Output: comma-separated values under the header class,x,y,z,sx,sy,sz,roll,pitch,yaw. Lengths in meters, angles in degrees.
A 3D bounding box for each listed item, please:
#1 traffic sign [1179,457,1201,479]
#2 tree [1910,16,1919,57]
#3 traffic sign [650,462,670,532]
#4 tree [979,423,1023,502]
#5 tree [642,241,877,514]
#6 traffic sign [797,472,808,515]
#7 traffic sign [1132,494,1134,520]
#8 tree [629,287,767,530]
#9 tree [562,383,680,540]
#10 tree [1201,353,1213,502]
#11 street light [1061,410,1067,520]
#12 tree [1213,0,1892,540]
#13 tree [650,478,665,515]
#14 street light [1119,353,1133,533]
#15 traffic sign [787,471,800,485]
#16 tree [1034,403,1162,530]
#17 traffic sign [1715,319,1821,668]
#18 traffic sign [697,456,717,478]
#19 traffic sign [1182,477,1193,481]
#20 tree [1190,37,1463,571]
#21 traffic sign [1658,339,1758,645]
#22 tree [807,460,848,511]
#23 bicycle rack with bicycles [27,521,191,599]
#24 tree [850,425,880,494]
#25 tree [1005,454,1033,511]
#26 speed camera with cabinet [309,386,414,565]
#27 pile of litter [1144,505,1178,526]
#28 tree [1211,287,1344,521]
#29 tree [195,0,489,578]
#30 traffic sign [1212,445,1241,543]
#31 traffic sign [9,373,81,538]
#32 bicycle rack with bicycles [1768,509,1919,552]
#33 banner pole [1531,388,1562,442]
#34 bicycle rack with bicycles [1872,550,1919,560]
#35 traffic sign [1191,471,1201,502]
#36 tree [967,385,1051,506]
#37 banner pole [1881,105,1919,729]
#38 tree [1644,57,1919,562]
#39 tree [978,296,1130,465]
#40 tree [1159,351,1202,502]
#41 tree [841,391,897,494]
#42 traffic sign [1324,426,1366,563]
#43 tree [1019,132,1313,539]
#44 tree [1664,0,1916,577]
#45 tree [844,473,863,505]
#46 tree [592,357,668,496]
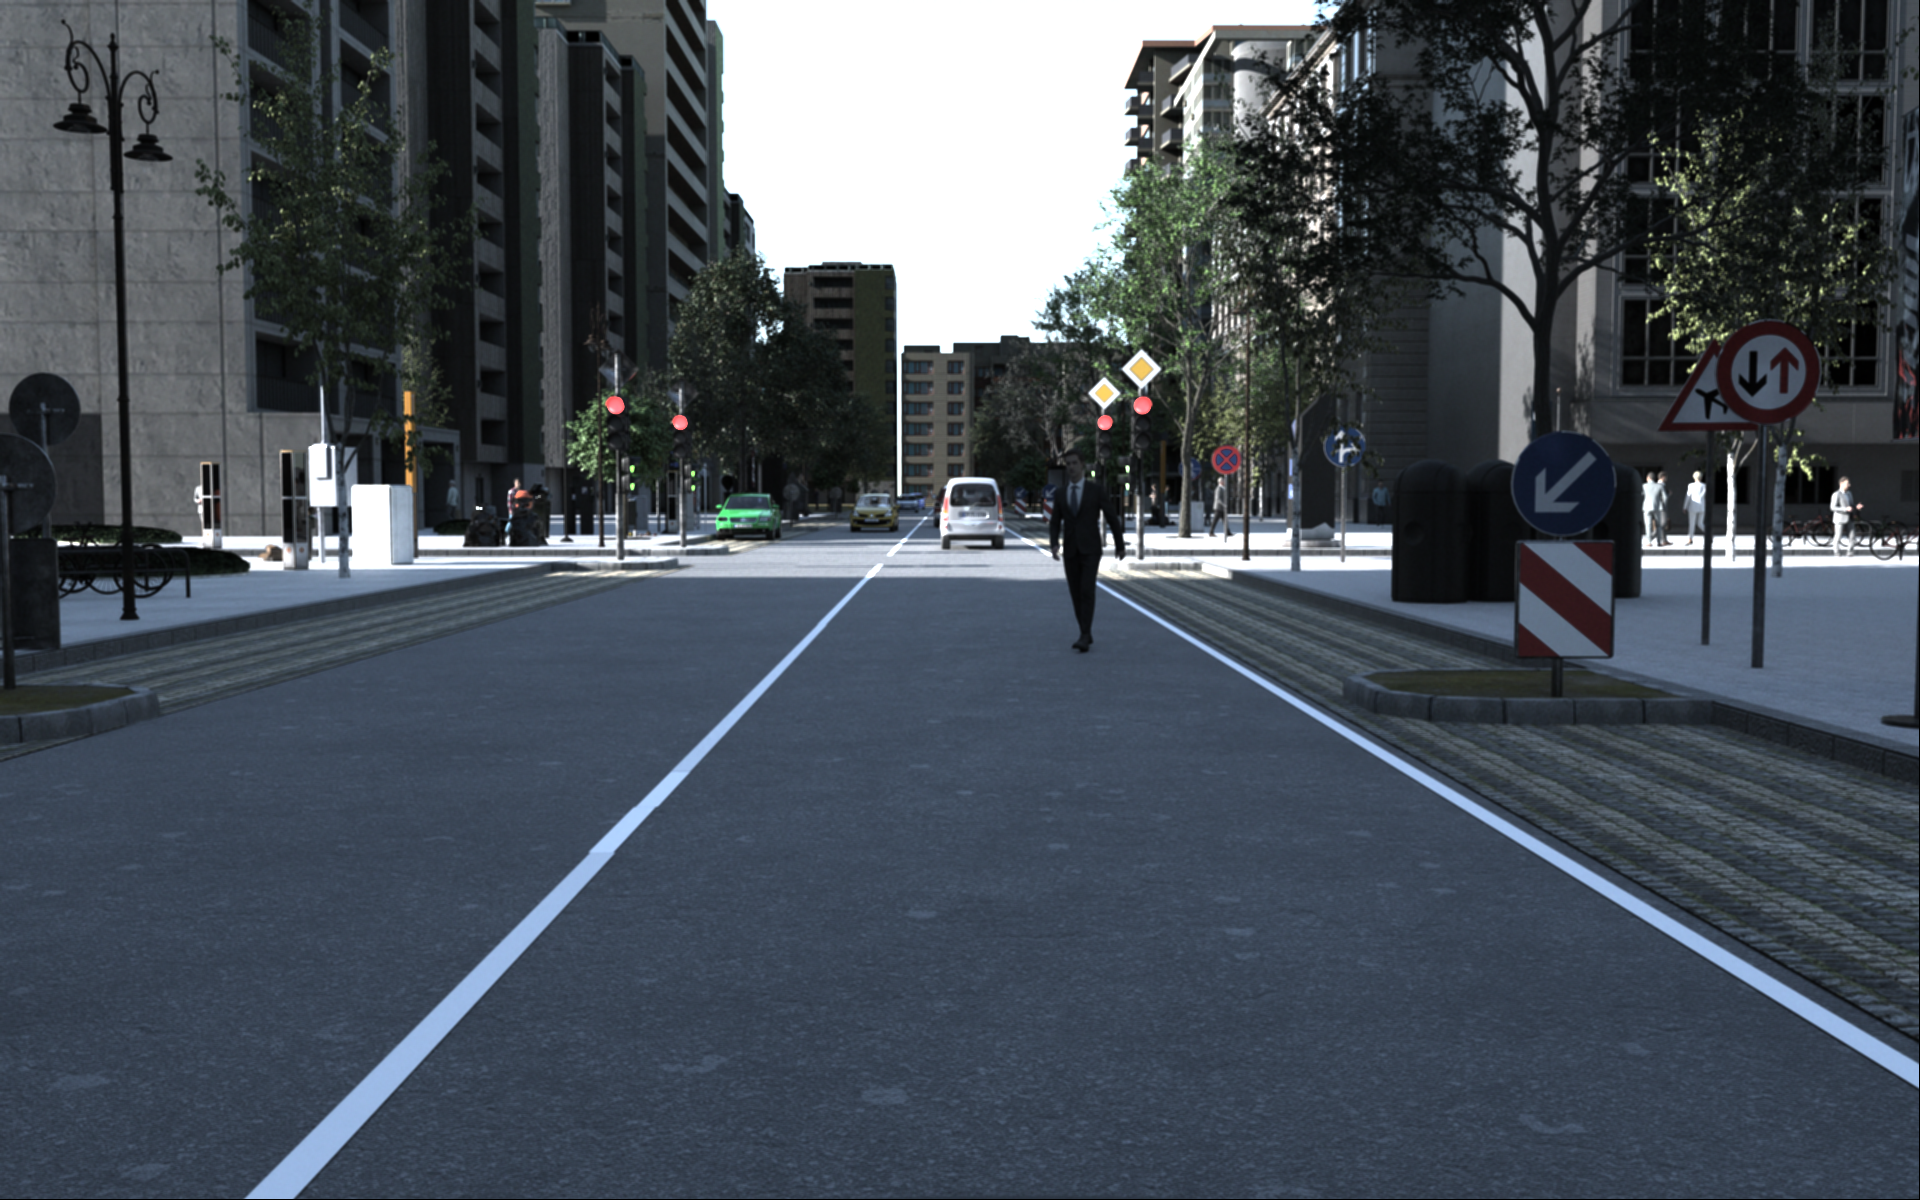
class,x,y,z,sx,sy,sz,roll,pitch,yaw
traffic sign,7.973,-3.673,60.160,0.768,2.556,0.104,0,4,4
tree,12.991,-4.230,19.519,4.737,8.622,4.395,0,3,0
traffic sign,-10.093,-3.540,57.990,0.768,2.556,0.104,0,4,3
tree,4.389,-13.778,175.635,4.360,8.622,3.978,0,3,0
tree,-9.878,-9.910,79.039,9.611,12.733,9.660,0,3,0
traffic sign,-9.560,-6.350,103.829,0.884,2.594,0.081,0,4,8
traffic sign,8.630,-5.271,86.287,0.768,2.556,0.104,0,4,6
tree,-9.330,-6.865,62.602,4.360,8.622,3.978,0,3,0
tree,-9.456,-3.997,49.058,4.285,4.588,4.351,0,3,0
tree,13.883,-7.986,80.940,4.737,8.622,4.395,0,3,0
street light,5.191,-6.963,86.626,0.468,5.910,1.993,0,4,0
tree,6.377,-5.202,19.466,7.601,10.594,8.767,0,4,5
tree,-18.701,-6.861,106.781,1.663,3.219,1.824,0,3,0
street light,5.372,-5.142,56.865,0.468,5.910,1.993,0,4,0
traffic sign,-9.324,-5.888,96.278,0.884,2.594,0.081,0,4,2
tree,5.733,-4.845,62.936,4.285,4.588,4.351,0,3,0
traffic sign,5.896,-0.772,12.731,0.768,2.556,0.104,0,4,1
traffic sign,-8.701,-3.630,59.087,0.795,2.593,0.064,0,4,1
traffic sign,8.878,-4.085,66.894,0.768,2.556,0.104,0,4,6
tree,5.736,-4.775,28.430,4.360,8.622,3.978,0,3,0
traffic sign,6.343,-0.897,14.668,0.884,2.594,0.081,0,4,5
tree,-10.334,-9.221,134.477,4.285,4.588,4.351,0,3,0
bicycle rack with bicycles,-11.015,-0.499,21.546,2.925,0.926,2.852,-3,5,-39
tree,-10.263,-14.206,182.626,4.360,8.622,3.978,0,3,0
tree,5.782,-9.055,131.770,4.285,4.588,4.351,0,3,0
speed camera with cabinet,-10.981,-2.288,31.749,2.038,3.252,0.660,2,4,27
pile of litter,8.051,-3.463,70.591,1.719,0.858,1.176,3,5,41
tree,12.639,-7.029,65.292,4.737,8.622,4.395,0,3,0
tree,-9.342,-4.634,26.134,4.737,8.622,4.395,0,3,0
traffic sign,6.906,-2.743,44.954,0.768,2.556,0.104,0,4,5
traffic sign,-9.612,-1.107,18.201,0.768,2.556,0.104,0,4,2
bicycle rack with bicycles,21.557,-1.767,42.268,2.925,0.926,2.852,3,4,38
banner pole,13.873,-3.111,40.879,0.863,3.779,0.401,1,4,10
bicycle rack with bicycles,19.284,-1.188,32.805,2.852,0.926,2.925,-1,4,-20
traffic sign,8.602,-3.945,64.609,0.768,2.556,0.104,0,4,6
tree,5.522,-17.549,193.579,9.857,13.997,8.962,0,3,0
banner pole,5.392,-1.206,9.743,0.401,3.779,0.863,1,4,11
tree,14.572,-5.008,32.236,4.737,8.622,4.395,0,3,0
tree,6.048,-11.979,106.226,12.009,13.543,11.850,0,3,0
tree,12.058,-8.295,85.983,4.737,8.622,4.395,0,3,0
tree,-10.564,-16.657,190.464,7.486,12.596,7.792,0,3,0
traffic sign,7.173,-1.974,32.380,0.768,2.556,0.104,0,4,3
tree,6.652,-7.598,49.991,9.928,11.665,9.643,0,3,0
tree,12.765,-4.670,26.719,4.360,8.622,3.978,0,3,0
tree,-9.311,-9.778,154.471,1.663,3.219,1.824,0,3,0
tree,-17.123,-8.579,90.632,4.737,8.622,4.395,0,3,0
